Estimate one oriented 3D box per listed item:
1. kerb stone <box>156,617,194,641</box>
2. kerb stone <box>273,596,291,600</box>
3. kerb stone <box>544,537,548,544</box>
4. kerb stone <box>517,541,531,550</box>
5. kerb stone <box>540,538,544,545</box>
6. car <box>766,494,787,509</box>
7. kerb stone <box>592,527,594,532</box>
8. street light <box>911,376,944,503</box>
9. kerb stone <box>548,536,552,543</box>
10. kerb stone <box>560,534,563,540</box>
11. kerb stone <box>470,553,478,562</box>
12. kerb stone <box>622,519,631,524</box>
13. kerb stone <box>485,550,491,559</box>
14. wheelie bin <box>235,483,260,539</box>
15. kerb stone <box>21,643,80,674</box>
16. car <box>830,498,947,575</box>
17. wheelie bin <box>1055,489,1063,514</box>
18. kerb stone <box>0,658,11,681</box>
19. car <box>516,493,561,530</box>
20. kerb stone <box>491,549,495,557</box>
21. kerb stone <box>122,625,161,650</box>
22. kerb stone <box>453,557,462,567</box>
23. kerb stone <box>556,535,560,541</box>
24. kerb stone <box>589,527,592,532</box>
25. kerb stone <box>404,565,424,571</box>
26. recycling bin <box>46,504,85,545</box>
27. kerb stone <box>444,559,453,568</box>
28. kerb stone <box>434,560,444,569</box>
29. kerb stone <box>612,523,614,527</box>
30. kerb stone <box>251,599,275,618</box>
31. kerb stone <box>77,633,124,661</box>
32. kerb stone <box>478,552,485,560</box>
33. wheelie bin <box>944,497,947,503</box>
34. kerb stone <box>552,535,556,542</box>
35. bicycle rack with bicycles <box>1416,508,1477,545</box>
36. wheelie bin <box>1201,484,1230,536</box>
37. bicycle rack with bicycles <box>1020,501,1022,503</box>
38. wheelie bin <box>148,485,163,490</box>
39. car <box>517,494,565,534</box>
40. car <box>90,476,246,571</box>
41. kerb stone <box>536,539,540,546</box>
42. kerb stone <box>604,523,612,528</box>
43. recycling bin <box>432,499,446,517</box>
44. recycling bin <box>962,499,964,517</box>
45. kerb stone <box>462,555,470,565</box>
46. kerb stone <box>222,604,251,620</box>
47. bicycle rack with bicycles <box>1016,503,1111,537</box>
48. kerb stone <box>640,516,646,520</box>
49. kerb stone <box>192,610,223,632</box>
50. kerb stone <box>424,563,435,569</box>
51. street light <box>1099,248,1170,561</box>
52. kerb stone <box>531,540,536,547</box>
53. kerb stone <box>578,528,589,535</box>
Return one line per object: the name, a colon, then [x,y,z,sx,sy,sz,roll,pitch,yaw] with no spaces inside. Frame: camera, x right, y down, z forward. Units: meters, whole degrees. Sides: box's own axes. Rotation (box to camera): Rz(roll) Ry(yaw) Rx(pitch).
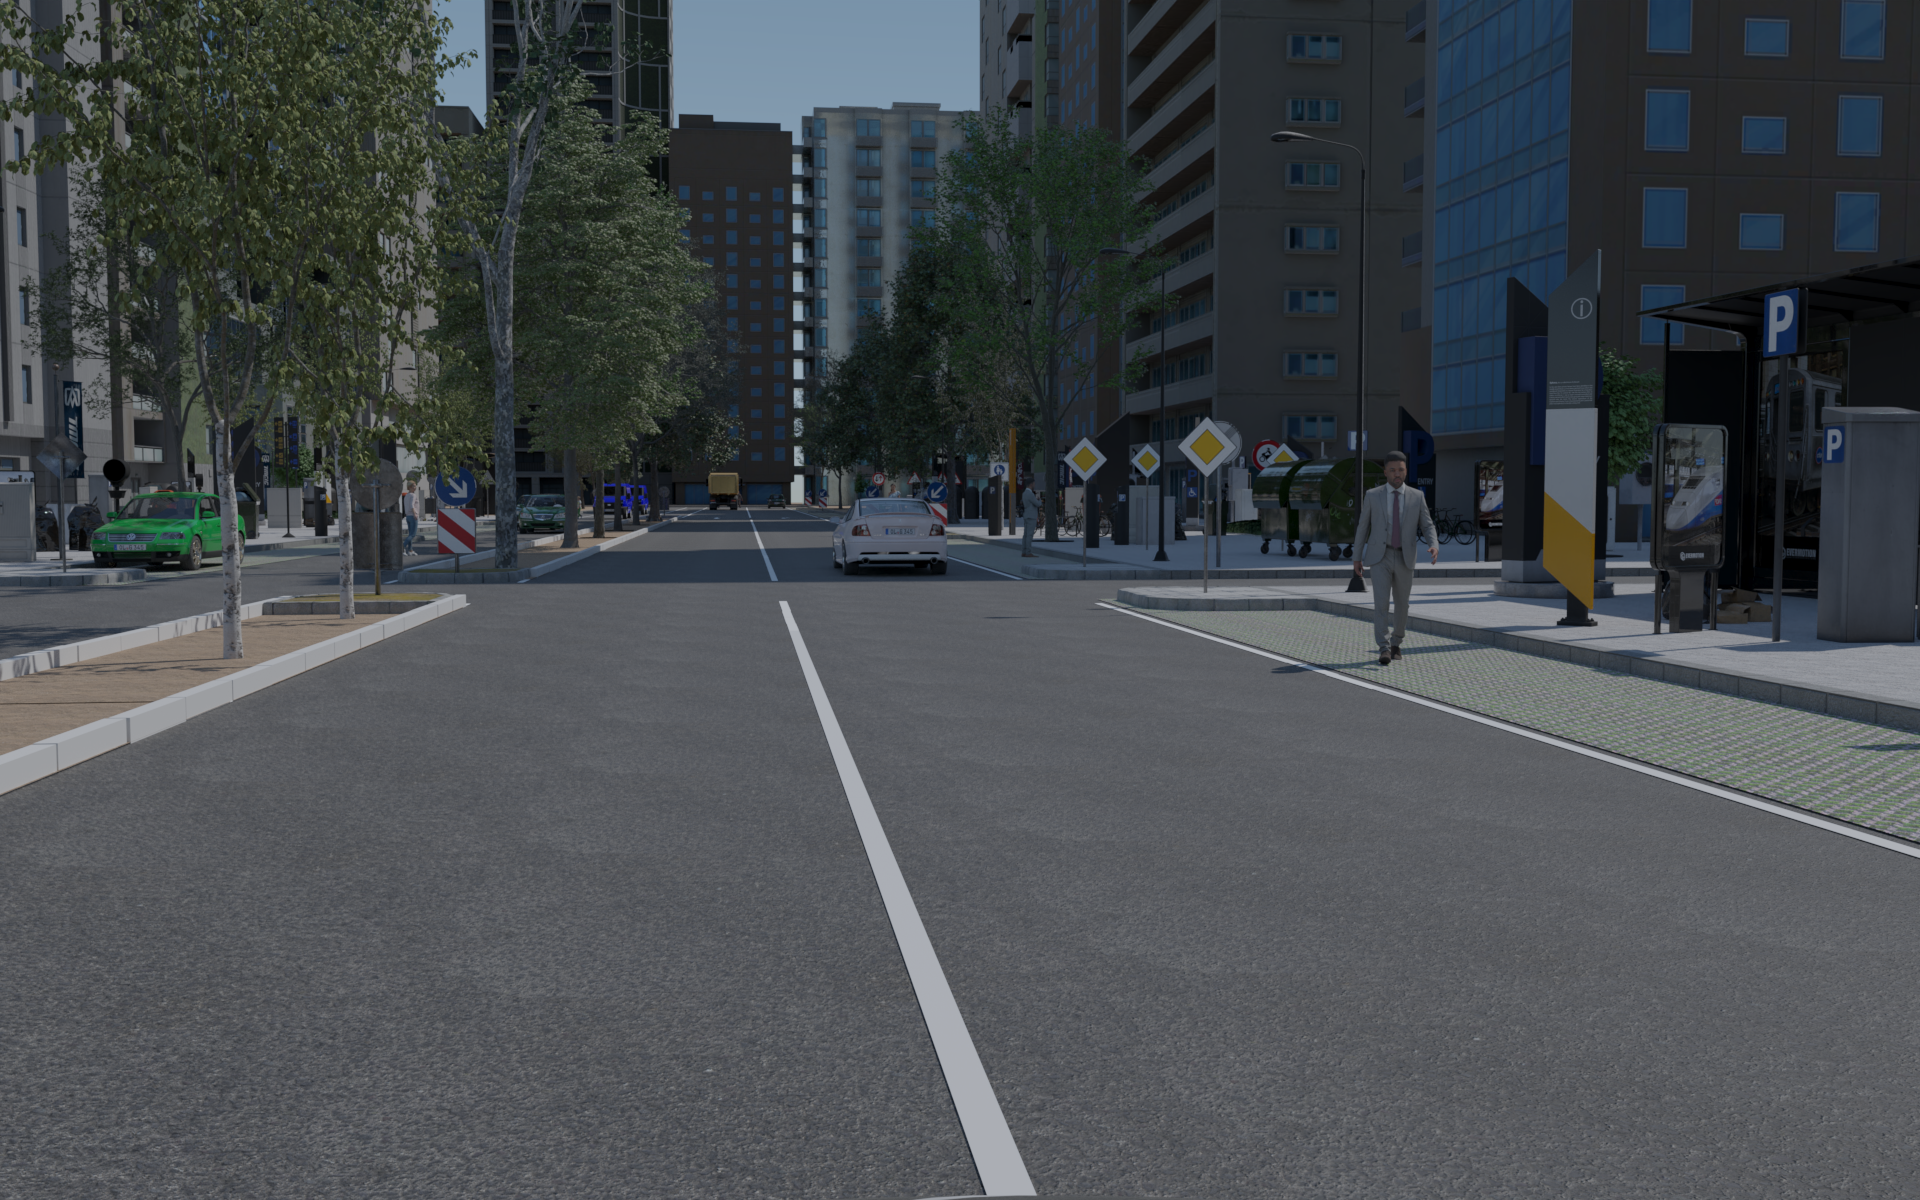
kerb stone: [-7.869,0.303,17.243,0.120,0.150,1.000,0,4,-7]
kerb stone: [-8.386,0.054,21.306,0.120,0.150,1.000,0,4,-7]
kerb stone: [-11.920,-1.662,49.365,0.120,0.150,1.000,0,4,-7]
kerb stone: [-11.417,-1.413,45.294,0.120,0.150,1.000,0,4,-7]
kerb stone: [-11.795,-1.596,48.342,0.120,0.150,1.000,0,4,-7]
car: [-17.994,-9.792,169.882,2.009,1.686,4.222,0,4,-7]
kerb stone: [-13.850,-2.591,64.617,0.120,0.150,1.000,0,4,-7]
street light: [-1.215,-5.849,68.171,1.470,5.913,1.316,0,4,-7]
kerb stone: [-12.056,-1.724,50.381,0.120,0.150,1.000,0,4,-7]
kerb stone: [-12.445,-1.911,53.435,0.120,0.150,1.000,0,4,-7]
kerb stone: [-10.256,-0.853,36.135,0.120,0.150,1.000,0,4,-7]
kerb stone: [-16.555,-3.901,85.970,0.120,0.150,1.000,0,4,-7]
kerb stone: [-10.520,-0.975,38.167,0.120,0.150,1.000,0,4,-7]
wheelie bin: [-20.284,-2.526,49.201,0.693,1.594,0.980,-1,4,-13]
kerb stone: [-7.485,0.490,14.186,0.120,0.150,1.000,0,4,-7]
car: [-1.341,-1.208,32.114,2.083,1.381,4.827,0,4,-8]
wheelie bin: [5.924,-5.929,104.840,0.693,1.594,0.980,2,4,26]
kerb stone: [-7.362,0.561,13.172,0.120,0.150,1.000,0,4,-7]
car: [-16.987,-3.649,69.448,2.009,1.686,4.222,-1,4,-8]
kerb stone: [-10.636,-1.035,39.183,0.120,0.150,1.000,0,4,-7]
kerb stone: [-7.740,0.373,16.218,0.120,0.150,1.000,0,4,-7]
kerb stone: [-9.997,-0.724,34.088,0.120,0.150,1.000,0,4,-7]
kerb stone: [-12.310,-1.848,52.422,0.120,0.150,1.000,0,4,-7]
kerb stone: [-13.724,-2.532,63.597,0.120,0.150,1.000,0,4,-7]
kerb stone: [-9.480,-0.476,30.002,0.120,0.150,1.000,0,4,-7]
recycling bin: [-22.782,-1.938,44.246,0.722,1.027,0.722,1,4,14]
kerb stone: [-9.876,-0.665,33.069,0.120,0.150,1.000,0,4,-7]
kerb stone: [-9.741,-0.603,32.055,0.120,0.150,1.000,0,4,-7]
kerb stone: [-15.139,-3.216,74.782,0.120,0.150,1.000,0,4,-7]
kerb stone: [-8.251,0.116,20.293,0.120,0.150,1.000,0,4,-7]
kerb stone: [-7.606,0.430,15.202,0.120,0.150,1.000,0,4,-7]
kerb stone: [-10.384,-0.911,37.149,0.120,0.150,1.000,0,4,-7]
wheelie bin: [-0.593,-5.091,91.139,0.980,1.594,0.693,-1,4,-16]
kerb stone: [-12.184,-1.785,51.400,0.120,0.150,1.000,0,4,-7]
bicycle rack with bicycles: [12.256,-1.906,44.540,2.852,0.926,2.925,-2,4,-28]
wheelie bin: [7.901,-2.791,53.540,0.693,1.594,0.980,-2,4,-27]
bicycle rack with bicycles: [3.529,-3.002,62.467,2.852,0.926,2.925,1,4,9]
wheelie bin: [-28.624,-3.279,61.518,0.693,1.594,0.980,1,4,12]
car: [-15.237,-3.200,64.112,2.131,1.459,4.920,-1,4,-9]
car: [-15.228,-1.509,33.465,1.959,1.807,4.718,0,4,-7]
kerb stone: [-11.674,-1.536,47.325,0.120,0.150,1.000,0,4,-7]
kerb stone: [-15.014,-3.154,73.762,0.120,0.150,1.000,0,4,-7]
recycling bin: [-29.402,-5.205,97.655,0.722,1.027,0.722,-1,4,-12]
recycling bin: [-0.261,-5.230,98.065,0.722,1.027,0.722,3,5,41]
kerb stone: [-10.126,-0.787,35.114,0.120,0.150,1.000,0,4,-7]
kerb stone: [-8.129,0.178,19.278,0.120,0.150,1.000,0,4,-7]
bicycle rack with bicycles: [3.693,-2.411,52.802,2.852,0.926,2.925,-2,4,-33]
kerb stone: [-18.352,-4.773,100.235,0.120,0.150,1.000,0,4,-7]
kerb stone: [-8.004,0.241,18.259,0.120,0.150,1.000,0,4,-7]
kerb stone: [-9.612,-0.538,31.030,0.120,0.150,1.000,0,4,-7]
street light: [3.315,-3.692,32.903,1.470,5.913,1.316,0,4,-7]
kerb stone: [-11.539,-1.475,46.309,0.120,0.150,1.000,0,4,-7]
kerb stone: [-13.603,-2.470,62.581,0.120,0.150,1.000,0,4,-7]
